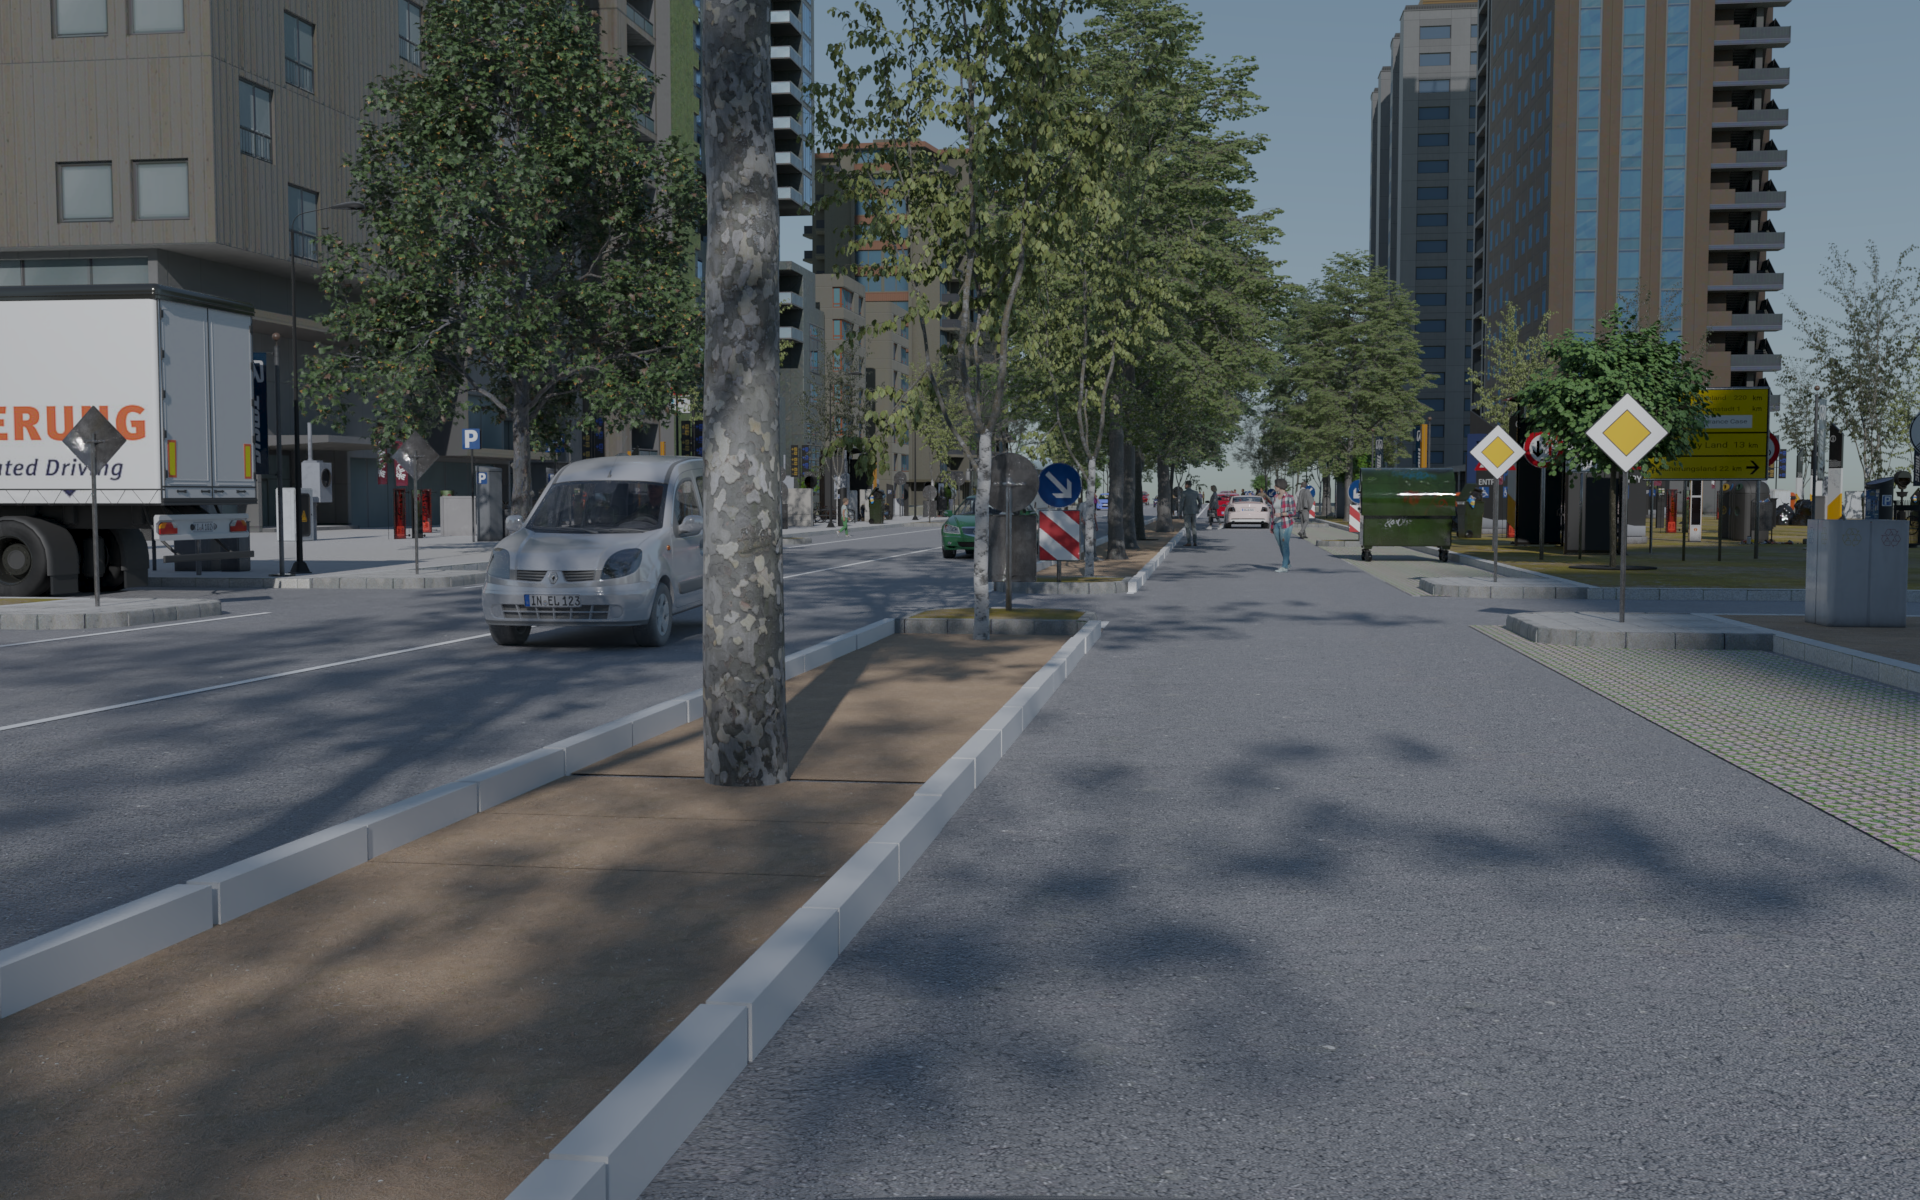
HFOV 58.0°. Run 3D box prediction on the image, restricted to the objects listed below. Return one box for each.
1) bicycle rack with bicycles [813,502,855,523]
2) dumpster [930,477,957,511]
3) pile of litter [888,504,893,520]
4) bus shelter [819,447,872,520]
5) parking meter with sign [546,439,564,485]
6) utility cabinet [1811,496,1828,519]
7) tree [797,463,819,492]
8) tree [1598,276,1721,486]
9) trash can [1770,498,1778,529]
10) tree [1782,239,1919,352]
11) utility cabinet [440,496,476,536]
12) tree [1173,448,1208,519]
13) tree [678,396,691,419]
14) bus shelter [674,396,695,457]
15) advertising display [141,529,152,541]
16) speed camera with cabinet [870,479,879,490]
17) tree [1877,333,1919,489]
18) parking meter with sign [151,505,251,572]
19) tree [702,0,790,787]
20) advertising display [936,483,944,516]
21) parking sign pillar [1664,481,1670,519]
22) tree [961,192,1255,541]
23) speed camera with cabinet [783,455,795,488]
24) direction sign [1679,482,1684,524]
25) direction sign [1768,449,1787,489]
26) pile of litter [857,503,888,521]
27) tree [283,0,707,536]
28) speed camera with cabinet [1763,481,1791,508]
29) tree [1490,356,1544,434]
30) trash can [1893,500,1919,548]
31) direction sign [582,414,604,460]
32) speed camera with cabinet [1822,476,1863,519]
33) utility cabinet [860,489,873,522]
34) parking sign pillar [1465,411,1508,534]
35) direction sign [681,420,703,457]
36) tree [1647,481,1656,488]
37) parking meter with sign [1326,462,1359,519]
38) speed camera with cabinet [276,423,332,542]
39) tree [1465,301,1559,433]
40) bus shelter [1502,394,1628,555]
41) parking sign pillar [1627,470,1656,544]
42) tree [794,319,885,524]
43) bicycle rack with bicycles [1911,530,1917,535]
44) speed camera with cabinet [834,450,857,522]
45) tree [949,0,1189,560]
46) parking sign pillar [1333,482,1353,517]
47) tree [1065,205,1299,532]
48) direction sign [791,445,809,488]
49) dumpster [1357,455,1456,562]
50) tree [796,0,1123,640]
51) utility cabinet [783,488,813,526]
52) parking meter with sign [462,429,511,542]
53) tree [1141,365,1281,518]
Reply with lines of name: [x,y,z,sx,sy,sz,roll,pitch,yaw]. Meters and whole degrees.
bicycle rack with bicycles: [-5.880,-3.870,76.661,2.925,0.926,2.852,-1,4,-14]
dumpster: [-1.074,-5.995,100.519,1.502,2.255,1.985,1,4,8]
pile of litter: [-3.935,-4.379,85.567,1.176,0.858,1.719,2,4,32]
bus shelter: [-5.723,-5.974,88.965,1.731,3.624,6.357,1,4,8]
parking meter with sign: [-11.815,-3.318,50.505,0.543,3.016,1.738,-1,4,-14]
utility cabinet: [34.114,-3.512,68.575,0.306,1.237,1.020,0,4,-2]
tree: [-8.288,-6.031,93.203,1.663,3.219,1.824,0,3,0]
tree: [23.618,-6.673,59.463,4.360,8.622,3.978,0,3,0]
trash can: [29.802,-3.198,63.938,0.748,1.137,0.748,0,3,0]
tree: [25.739,-6.057,49.400,4.360,8.622,3.978,0,3,0]
utility cabinet: [-15.379,-2.563,53.069,1.020,1.237,0.306,-2,4,-35]
tree: [12.542,-8.926,98.760,4.360,8.622,3.978,0,3,0]
tree: [-7.381,-6.472,56.186,4.737,8.622,4.395,0,3,0]
bus shelter: [-8.891,-5.296,64.216,2.179,5.291,8.768,1,4,8]
advertising display: [-22.270,-2.585,47.484,0.974,1.923,0.123,-1,4,-13]
speed camera with cabinet: [-5.753,-6.617,102.528,2.038,3.252,0.660,2,4,35]
tree: [42.290,-7.670,75.762,4.737,8.622,4.395,0,3,0]
parking meter with sign: [-12.690,-1.990,28.792,1.738,3.016,0.543,1,4,10]
tree: [0.011,-9.092,6.993,12.611,20.169,13.585,0,3,0]
advertising display: [-1.106,-5.670,97.911,0.123,1.923,0.974,1,4,20]
parking sign pillar: [36.642,-6.254,90.731,1.447,3.967,1.447,-3,4,-38]
tree: [5.434,-7.640,53.130,9.928,11.665,9.643,0,3,0]
speed camera with cabinet: [-8.554,-5.647,86.658,0.660,3.252,2.038,-1,4,-8]
direction sign: [31.105,-5.038,74.371,0.379,3.537,0.876,3,4,38]
direction sign: [40.962,-5.806,86.928,0.876,3.537,0.379,1,4,21]
pile of litter: [-4.394,-4.139,81.638,1.719,0.858,1.176,0,4,-2]
tree: [-9.249,-7.317,36.643,9.611,12.733,9.660,0,3,0]
speed camera with cabinet: [35.363,-4.980,75.761,2.038,3.252,0.660,-1,4,-22]
tree: [29.891,-8.616,91.240,4.360,8.622,3.978,0,3,0]
trash can: [22.700,-1.825,41.496,0.748,1.137,0.748,0,3,0]
direction sign: [-10.413,-3.499,49.201,0.876,3.537,0.379,2,4,35]
speed camera with cabinet: [45.991,-5.851,90.003,2.038,3.252,0.660,3,4,37]
utility cabinet: [-4.711,-4.810,87.324,0.318,1.500,1.173,1,4,15]
parking sign pillar: [16.938,-4.110,55.663,1.447,3.967,1.447,3,5,43]
direction sign: [-8.209,-3.748,53.279,0.876,3.537,0.379,2,4,30]
tree: [31.753,-8.041,81.828,4.737,8.622,4.395,0,3,0]
parking meter with sign: [20.113,-5.791,90.940,1.738,3.016,0.543,0,4,7]
speed camera with cabinet: [-17.923,-3.242,47.348,0.660,3.252,2.038,0,4,8]
tree: [21.216,-7.029,65.292,4.737,8.622,4.395,0,3,0]
bus shelter: [13.683,-2.941,39.372,1.731,3.624,6.357,1,4,8]
parking sign pillar: [17.151,-3.460,45.048,1.447,3.967,1.447,0,4,-2]
tree: [-5.168,-7.522,73.341,4.360,8.622,3.978,0,3,0]
bicycle rack with bicycles: [30.990,-2.435,53.193,2.852,0.926,2.925,0,4,-7]
speed camera with cabinet: [-5.229,-5.187,79.147,0.660,3.252,2.038,1,4,12]
tree: [3.439,-7.111,36.857,7.486,12.596,7.792,0,3,0]
parking sign pillar: [21.200,-6.506,94.845,1.447,3.967,1.447,-1,4,-19]
tree: [7.675,-9.499,64.428,9.857,13.997,8.962,0,3,0]
direction sign: [-7.374,-5.375,79.879,0.876,3.537,0.379,1,4,16]
dumpster: [9.426,-1.939,36.656,1.985,2.255,1.502,1,4,9]
tree: [0.205,-3.922,16.948,4.737,8.622,4.395,0,3,0]
utility cabinet: [-6.401,-3.653,68.412,1.173,1.500,0.318,1,4,13]
parking meter with sign: [-12.748,-3.102,46.984,0.543,3.016,1.738,1,4,18]
tree: [8.853,-8.342,73.265,8.767,10.594,7.601,1,4,8]
